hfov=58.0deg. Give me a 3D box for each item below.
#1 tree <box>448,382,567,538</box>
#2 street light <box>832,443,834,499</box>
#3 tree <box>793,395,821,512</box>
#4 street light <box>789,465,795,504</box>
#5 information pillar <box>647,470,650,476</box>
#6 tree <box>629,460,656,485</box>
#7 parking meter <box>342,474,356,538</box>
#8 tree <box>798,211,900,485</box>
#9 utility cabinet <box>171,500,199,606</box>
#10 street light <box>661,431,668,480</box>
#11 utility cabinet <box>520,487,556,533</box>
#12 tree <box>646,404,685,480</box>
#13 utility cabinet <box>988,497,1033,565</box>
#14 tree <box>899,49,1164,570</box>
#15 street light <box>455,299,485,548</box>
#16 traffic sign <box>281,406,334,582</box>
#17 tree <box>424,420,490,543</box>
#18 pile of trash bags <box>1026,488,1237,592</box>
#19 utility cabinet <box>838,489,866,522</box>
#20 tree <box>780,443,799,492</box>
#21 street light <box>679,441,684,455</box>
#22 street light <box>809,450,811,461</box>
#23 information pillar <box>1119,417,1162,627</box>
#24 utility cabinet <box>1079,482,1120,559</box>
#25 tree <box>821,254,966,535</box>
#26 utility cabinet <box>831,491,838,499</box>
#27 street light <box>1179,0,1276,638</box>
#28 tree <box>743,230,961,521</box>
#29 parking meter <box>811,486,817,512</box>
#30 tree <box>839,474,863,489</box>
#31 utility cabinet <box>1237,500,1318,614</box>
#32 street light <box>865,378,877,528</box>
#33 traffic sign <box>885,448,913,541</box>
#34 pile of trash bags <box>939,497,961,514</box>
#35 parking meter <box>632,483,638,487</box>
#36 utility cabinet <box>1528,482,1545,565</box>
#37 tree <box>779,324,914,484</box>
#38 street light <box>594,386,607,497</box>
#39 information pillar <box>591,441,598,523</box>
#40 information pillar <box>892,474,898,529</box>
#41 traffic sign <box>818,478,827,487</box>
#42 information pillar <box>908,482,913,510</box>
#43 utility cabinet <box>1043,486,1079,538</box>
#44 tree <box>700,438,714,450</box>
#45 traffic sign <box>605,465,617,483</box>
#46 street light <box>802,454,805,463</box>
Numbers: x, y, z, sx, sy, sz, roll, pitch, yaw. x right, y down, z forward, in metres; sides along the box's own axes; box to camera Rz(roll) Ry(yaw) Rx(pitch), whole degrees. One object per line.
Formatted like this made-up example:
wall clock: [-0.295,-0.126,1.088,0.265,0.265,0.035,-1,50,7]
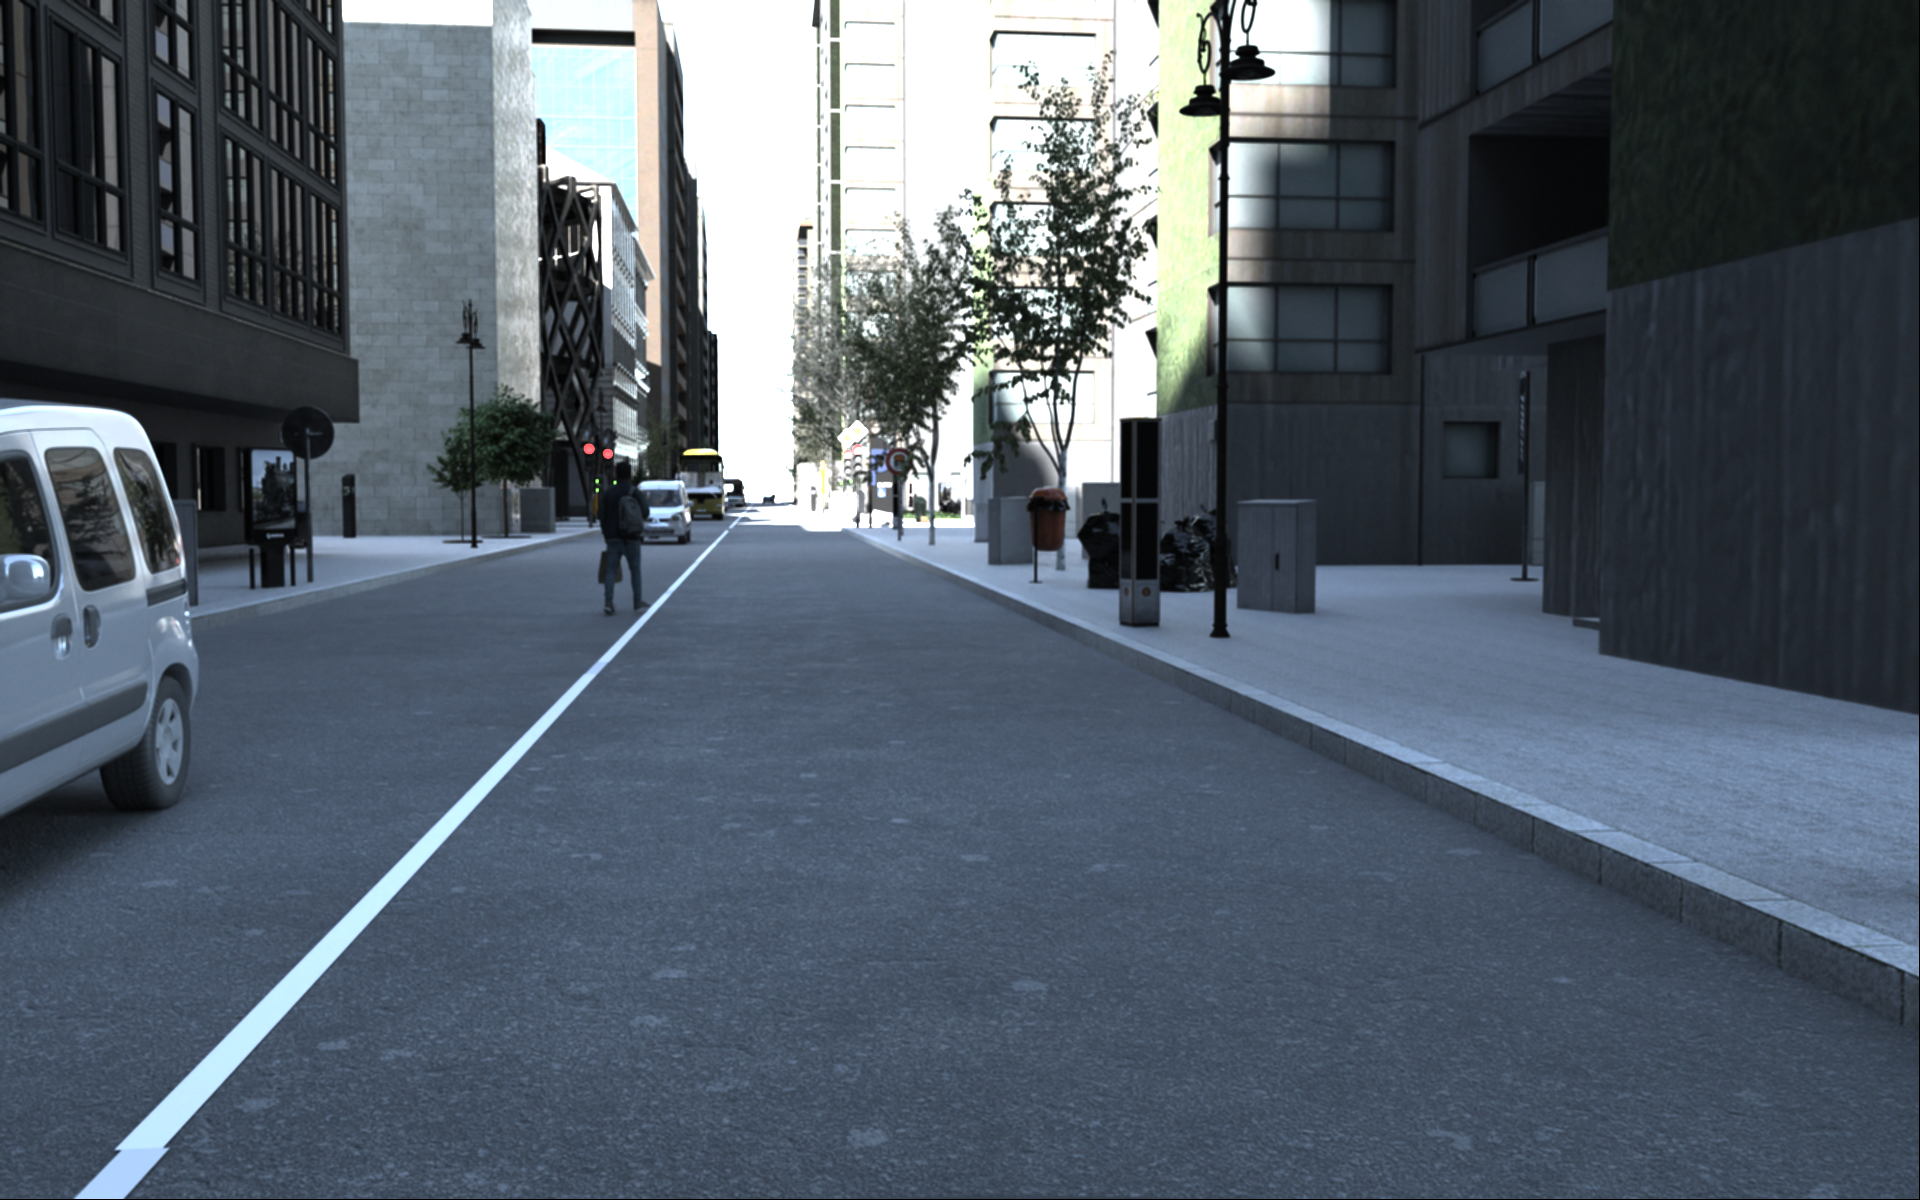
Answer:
tree: [-13.282,-4.108,50.878,4.285,4.588,4.351,0,3,0]
street light: [-7.247,-7.716,98.939,0.468,5.910,1.993,0,4,-6]
tree: [-10.242,-10.774,126.518,4.360,8.622,3.978,0,3,0]
street light: [-21.548,-15.420,224.900,0.468,5.910,1.993,0,4,-6]
information pillar: [-26.093,-9.383,144.774,0.504,3.616,0.183,3,5,42]
tree: [-18.136,-6.358,98.548,1.663,3.219,1.824,0,3,0]
parking meter: [-17.934,-2.760,50.829,0.255,1.863,0.399,0,4,2]
tree: [-0.952,-5.702,43.589,4.737,8.622,4.395,0,3,0]
utility cabinet: [-9.265,-0.526,19.769,1.020,1.237,0.306,-1,4,-22]
street light: [-21.131,-9.262,124.218,0.468,5.910,1.993,0,4,-6]
utility cabinet: [-13.891,-2.951,56.935,1.173,1.500,0.318,1,4,21]
tree: [-24.078,-11.508,138.519,4.737,8.622,4.395,0,3,0]
utility cabinet: [0.933,-1.262,31.795,0.306,1.237,1.020,3,5,40]
tree: [1.610,-4.820,29.176,4.737,8.622,4.395,0,3,0]
street light: [-11.620,-4.187,41.253,0.468,5.910,1.993,0,4,-6]
traffic sign: [-9.486,-1.535,25.208,0.768,2.556,0.104,0,3,0]
tree: [-13.271,-3.122,45.651,1.663,3.219,1.824,0,3,0]
pile of trash bags: [2.278,-0.887,24.250,3.447,1.369,1.912,3,5,43]
utility cabinet: [-4.809,-4.242,78.034,1.173,1.500,0.318,2,4,31]
tree: [-22.114,-17.358,234.172,4.737,8.622,4.395,0,3,0]
street light: [-24.018,-10.817,149.642,0.468,5.910,1.993,0,4,-6]
street light: [-12.873,-10.772,148.907,0.468,5.910,1.993,0,4,-6]
information pillar: [1.747,-0.753,16.808,0.304,2.012,0.304,-1,4,-21]
utility cabinet: [2.891,-1.507,33.319,0.318,1.500,1.173,-3,5,-44]
tree: [-1.820,-6.327,53.810,4.360,8.622,3.978,0,3,0]
utility cabinet: [-8.913,-7.307,128.150,1.173,1.500,0.318,-1,4,-13]
street light: [2.334,-2.605,15.374,0.468,5.910,1.993,0,4,-6]
tree: [-4.977,-10.435,80.977,12.009,13.543,11.850,0,3,0]
parking meter: [-10.193,-7.038,120.774,0.399,1.863,0.255,0,4,-3]
tree: [-6.725,-6.780,105.456,1.663,3.219,1.824,0,3,0]
utility cabinet: [3.466,-0.482,19.035,0.306,1.237,1.020,-2,4,-29]
street light: [-3.406,-5.687,65.775,0.468,5.910,1.993,0,4,-6]
traffic sign: [-1.664,-2.903,47.564,0.768,2.556,0.104,0,4,-5]
pile of trash bags: [0.277,-5.765,104.006,3.447,1.369,1.912,3,5,39]
parking meter: [-16.893,-5.159,90.066,0.255,1.863,0.399,-1,4,-22]
utility cabinet: [10.807,-1.365,31.001,1.173,1.500,0.318,0,4,2]
tree: [-6.094,-9.665,92.430,7.601,10.594,8.767,-2,4,-25]
street light: [-15.333,-6.198,74.132,0.468,5.910,1.993,0,4,-6]
information pillar: [-16.103,-5.191,76.221,0.183,3.616,0.504,-3,4,-38]
information pillar: [-2.284,-3.574,62.922,0.304,2.012,0.304,0,4,8]
traffic sign: [-8.583,-6.468,107.888,0.606,2.300,0.079,0,4,-3]
information pillar: [-3.048,-6.268,106.980,0.304,2.012,0.304,0,4,-5]
utility cabinet: [2.983,-2.549,50.349,1.173,1.500,0.318,3,4,39]
tree: [-33.802,-16.761,224.401,4.737,8.622,4.395,0,3,0]
traffic sign: [-15.380,-4.701,76.959,0.768,2.556,0.104,0,4,-1]
street light: [-15.817,-12.369,175.018,0.468,5.910,1.993,0,4,-6]
